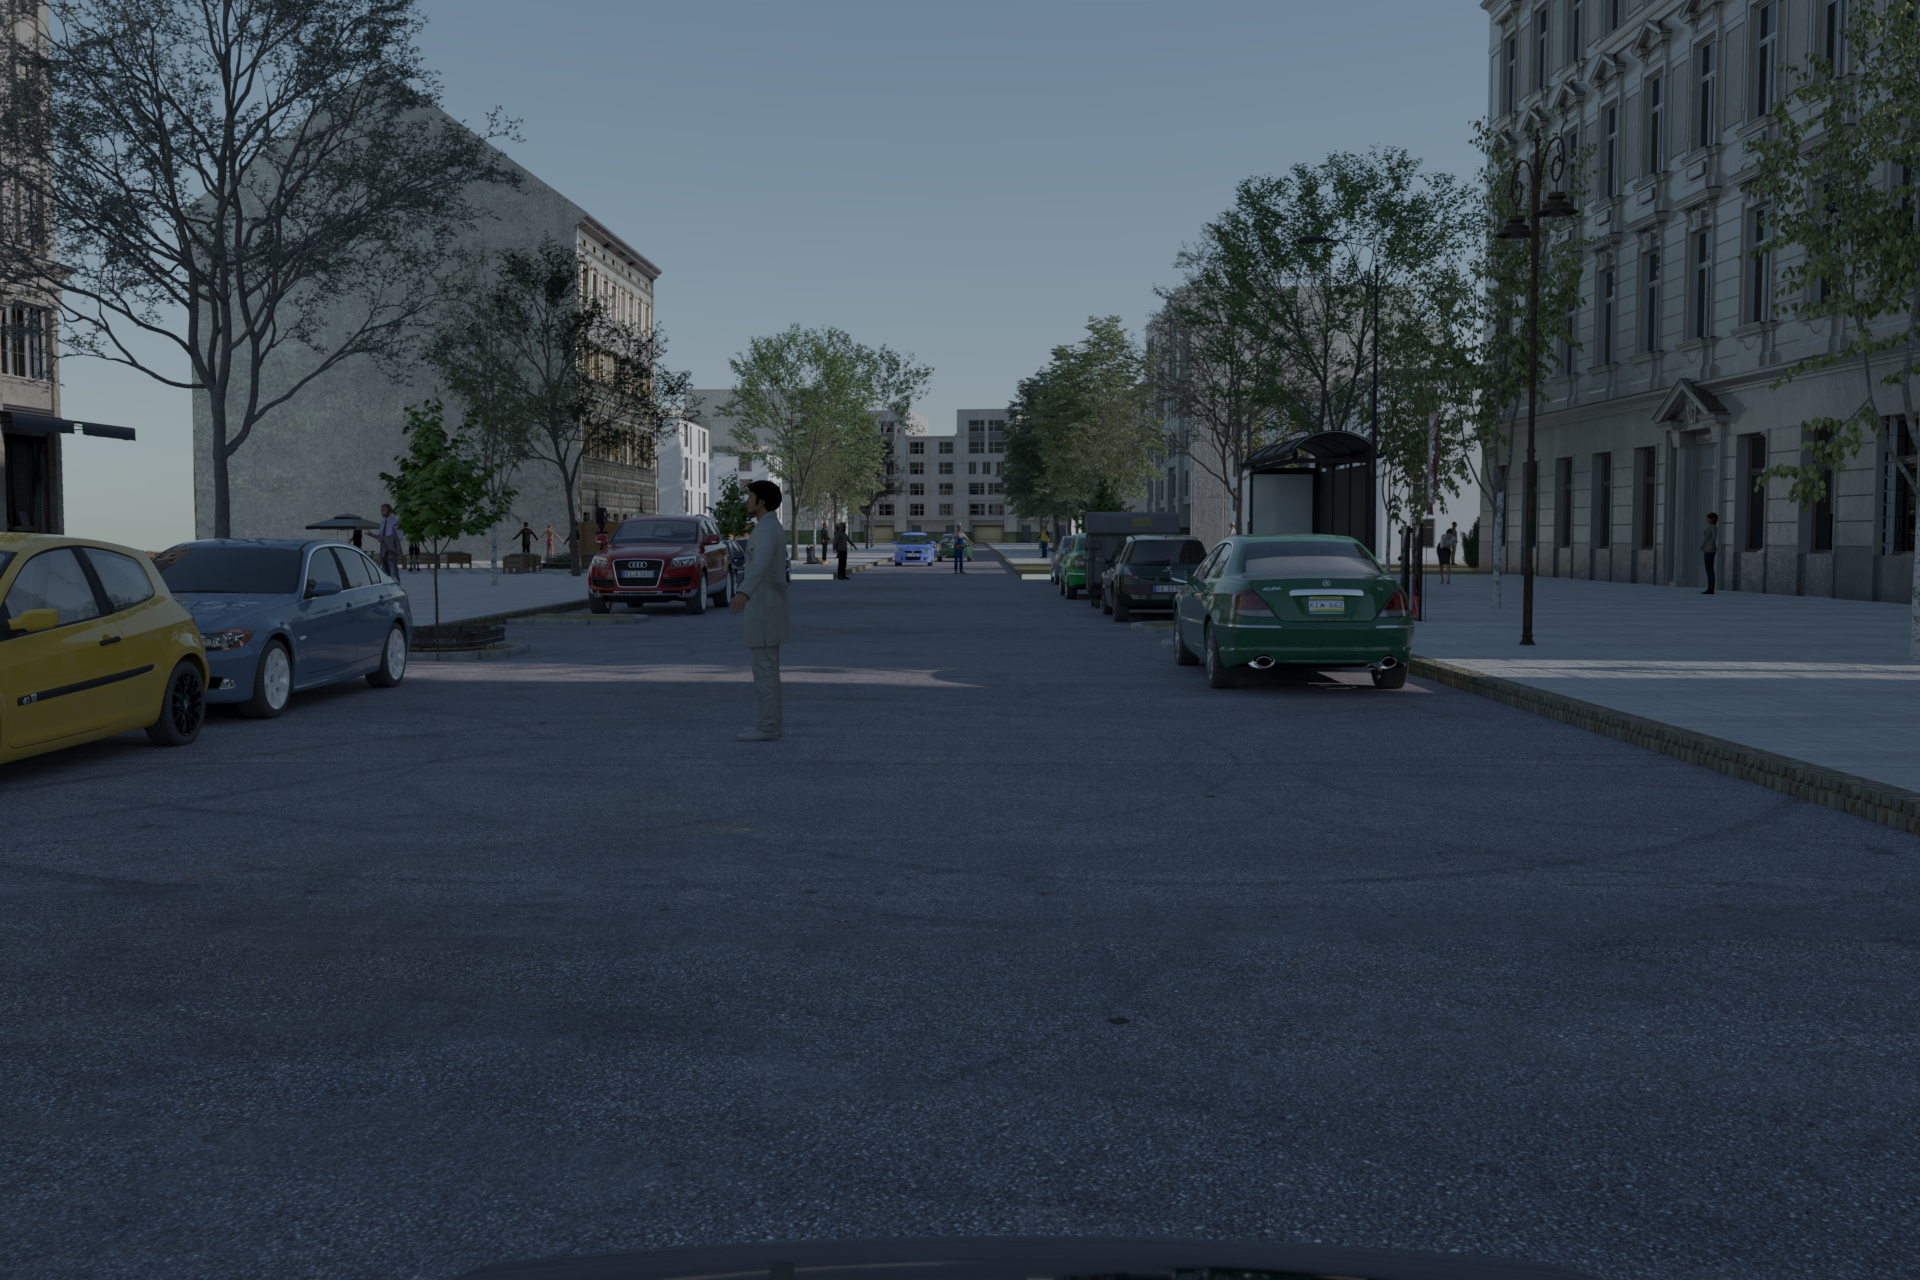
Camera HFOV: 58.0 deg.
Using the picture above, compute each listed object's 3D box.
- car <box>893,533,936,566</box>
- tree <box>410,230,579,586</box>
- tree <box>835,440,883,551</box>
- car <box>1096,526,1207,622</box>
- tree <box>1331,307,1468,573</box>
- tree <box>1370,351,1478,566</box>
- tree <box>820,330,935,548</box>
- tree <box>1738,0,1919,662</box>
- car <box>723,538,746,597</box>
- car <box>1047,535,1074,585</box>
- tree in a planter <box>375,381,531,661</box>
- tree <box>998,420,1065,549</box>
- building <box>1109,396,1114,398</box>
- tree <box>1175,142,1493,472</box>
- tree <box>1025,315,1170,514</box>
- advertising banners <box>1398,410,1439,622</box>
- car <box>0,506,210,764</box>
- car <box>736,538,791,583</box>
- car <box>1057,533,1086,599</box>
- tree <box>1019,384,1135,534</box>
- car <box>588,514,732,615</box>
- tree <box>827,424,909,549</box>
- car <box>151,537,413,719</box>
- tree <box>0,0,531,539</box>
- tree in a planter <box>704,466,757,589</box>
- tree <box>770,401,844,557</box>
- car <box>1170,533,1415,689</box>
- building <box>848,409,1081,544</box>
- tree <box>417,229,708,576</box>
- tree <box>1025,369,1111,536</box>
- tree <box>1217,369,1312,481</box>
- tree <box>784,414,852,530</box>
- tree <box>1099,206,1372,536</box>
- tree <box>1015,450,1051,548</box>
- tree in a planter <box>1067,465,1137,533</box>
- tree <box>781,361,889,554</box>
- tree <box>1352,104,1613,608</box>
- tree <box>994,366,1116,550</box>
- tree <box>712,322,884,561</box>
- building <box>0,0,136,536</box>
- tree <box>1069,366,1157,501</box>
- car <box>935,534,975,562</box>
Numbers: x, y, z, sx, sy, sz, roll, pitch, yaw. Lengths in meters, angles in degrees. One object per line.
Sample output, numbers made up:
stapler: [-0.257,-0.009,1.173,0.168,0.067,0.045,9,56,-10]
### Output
car: [-2.060,-4.199,78.240,1.945,1.707,3.694,0,4,0]
tree: [-11.780,-5.646,42.669,4.360,8.622,3.978,0,3,0]
tree: [-8.267,-10.868,128.057,4.360,8.622,3.978,0,3,0]
car: [3.373,-1.214,29.641,2.009,1.686,4.222,0,4,1]
tree: [14.298,-6.499,56.623,4.737,8.622,4.395,0,3,0]
tree: [18.213,-7.220,68.409,4.737,8.622,4.395,0,3,0]
tree: [-8.639,-18.651,160.839,12.611,20.169,13.585,0,3,0]
tree: [9.789,-4.102,17.426,4.737,8.622,4.395,0,3,0]
car: [-5.934,-1.705,40.459,1.945,1.354,3.894,0,4,0]
car: [3.548,-2.336,50.190,2.014,1.417,4.499,0,4,1]
tree in a planter: [-6.211,-1.421,20.462,1.991,3.239,1.994,0,4,1]
tree: [6.773,-14.141,149.329,7.486,12.596,7.792,0,3,0]
building: [24.700,-22.794,229.097,16.016,20.090,11.380,0,4,1]
tree: [9.747,-7.351,45.949,9.928,11.665,9.643,0,3,0]
tree: [7.199,-10.496,89.729,7.486,12.596,7.792,0,3,0]
advertising banners: [6.767,-1.799,25.605,0.090,3.025,2.074,0,4,1]
car: [-6.091,-0.008,10.357,2.015,1.641,3.980,0,4,1]
car: [-5.867,-2.271,49.710,1.945,1.354,3.894,0,4,1]
car: [3.218,-1.873,39.423,1.959,1.807,4.718,0,4,0]
tree: [7.064,-10.590,107.564,8.767,10.594,7.601,3,5,40]
car: [-5.544,-1.457,32.503,2.281,1.827,5.304,0,4,0]
tree: [-8.092,-13.033,147.509,8.767,10.594,7.601,1,4,17]
car: [-6.149,-0.181,14.959,2.014,1.417,4.499,0,4,1]
tree: [-12.210,-7.230,28.574,12.009,13.543,11.850,0,3,0]
tree in a planter: [-5.993,-2.977,45.890,1.991,3.239,1.994,0,4,1]
tree: [-7.957,-8.886,95.653,4.360,8.622,3.978,0,3,0]
car: [3.247,-0.348,17.491,2.131,1.459,4.920,0,4,1]
building: [0.978,-23.405,251.578,31.486,18.905,16.747,1,4,10]
tree: [-11.863,-7.244,52.856,8.767,10.594,7.601,-2,4,-29]
tree: [7.794,-12.221,117.939,7.486,12.596,7.792,0,3,0]
tree: [12.843,-7.526,73.418,4.737,8.622,4.395,0,3,0]
tree: [-7.886,-9.279,102.067,4.360,8.622,3.978,0,3,0]
tree: [10.442,-9.461,65.062,12.009,13.543,11.850,0,3,0]
tree: [8.075,-14.241,158.601,9.928,11.665,9.643,0,3,0]
tree in a planter: [3.698,-2.927,45.086,1.991,3.239,1.994,0,4,1]
tree: [-8.305,-11.946,113.450,7.486,12.596,7.792,0,3,0]
tree: [9.287,-4.883,30.205,4.737,8.622,4.395,0,3,0]
tree: [7.216,-13.656,129.924,9.857,13.997,8.962,0,3,0]
tree: [-7.866,-9.658,83.658,9.928,11.665,9.643,0,3,0]
building: [-31.060,-18.184,43.428,12.429,33.558,17.177,0,4,1]
tree: [6.628,-7.653,75.494,4.360,8.622,3.978,0,3,0]
car: [-0.284,-4.813,90.495,2.131,1.459,4.920,0,3,0]
